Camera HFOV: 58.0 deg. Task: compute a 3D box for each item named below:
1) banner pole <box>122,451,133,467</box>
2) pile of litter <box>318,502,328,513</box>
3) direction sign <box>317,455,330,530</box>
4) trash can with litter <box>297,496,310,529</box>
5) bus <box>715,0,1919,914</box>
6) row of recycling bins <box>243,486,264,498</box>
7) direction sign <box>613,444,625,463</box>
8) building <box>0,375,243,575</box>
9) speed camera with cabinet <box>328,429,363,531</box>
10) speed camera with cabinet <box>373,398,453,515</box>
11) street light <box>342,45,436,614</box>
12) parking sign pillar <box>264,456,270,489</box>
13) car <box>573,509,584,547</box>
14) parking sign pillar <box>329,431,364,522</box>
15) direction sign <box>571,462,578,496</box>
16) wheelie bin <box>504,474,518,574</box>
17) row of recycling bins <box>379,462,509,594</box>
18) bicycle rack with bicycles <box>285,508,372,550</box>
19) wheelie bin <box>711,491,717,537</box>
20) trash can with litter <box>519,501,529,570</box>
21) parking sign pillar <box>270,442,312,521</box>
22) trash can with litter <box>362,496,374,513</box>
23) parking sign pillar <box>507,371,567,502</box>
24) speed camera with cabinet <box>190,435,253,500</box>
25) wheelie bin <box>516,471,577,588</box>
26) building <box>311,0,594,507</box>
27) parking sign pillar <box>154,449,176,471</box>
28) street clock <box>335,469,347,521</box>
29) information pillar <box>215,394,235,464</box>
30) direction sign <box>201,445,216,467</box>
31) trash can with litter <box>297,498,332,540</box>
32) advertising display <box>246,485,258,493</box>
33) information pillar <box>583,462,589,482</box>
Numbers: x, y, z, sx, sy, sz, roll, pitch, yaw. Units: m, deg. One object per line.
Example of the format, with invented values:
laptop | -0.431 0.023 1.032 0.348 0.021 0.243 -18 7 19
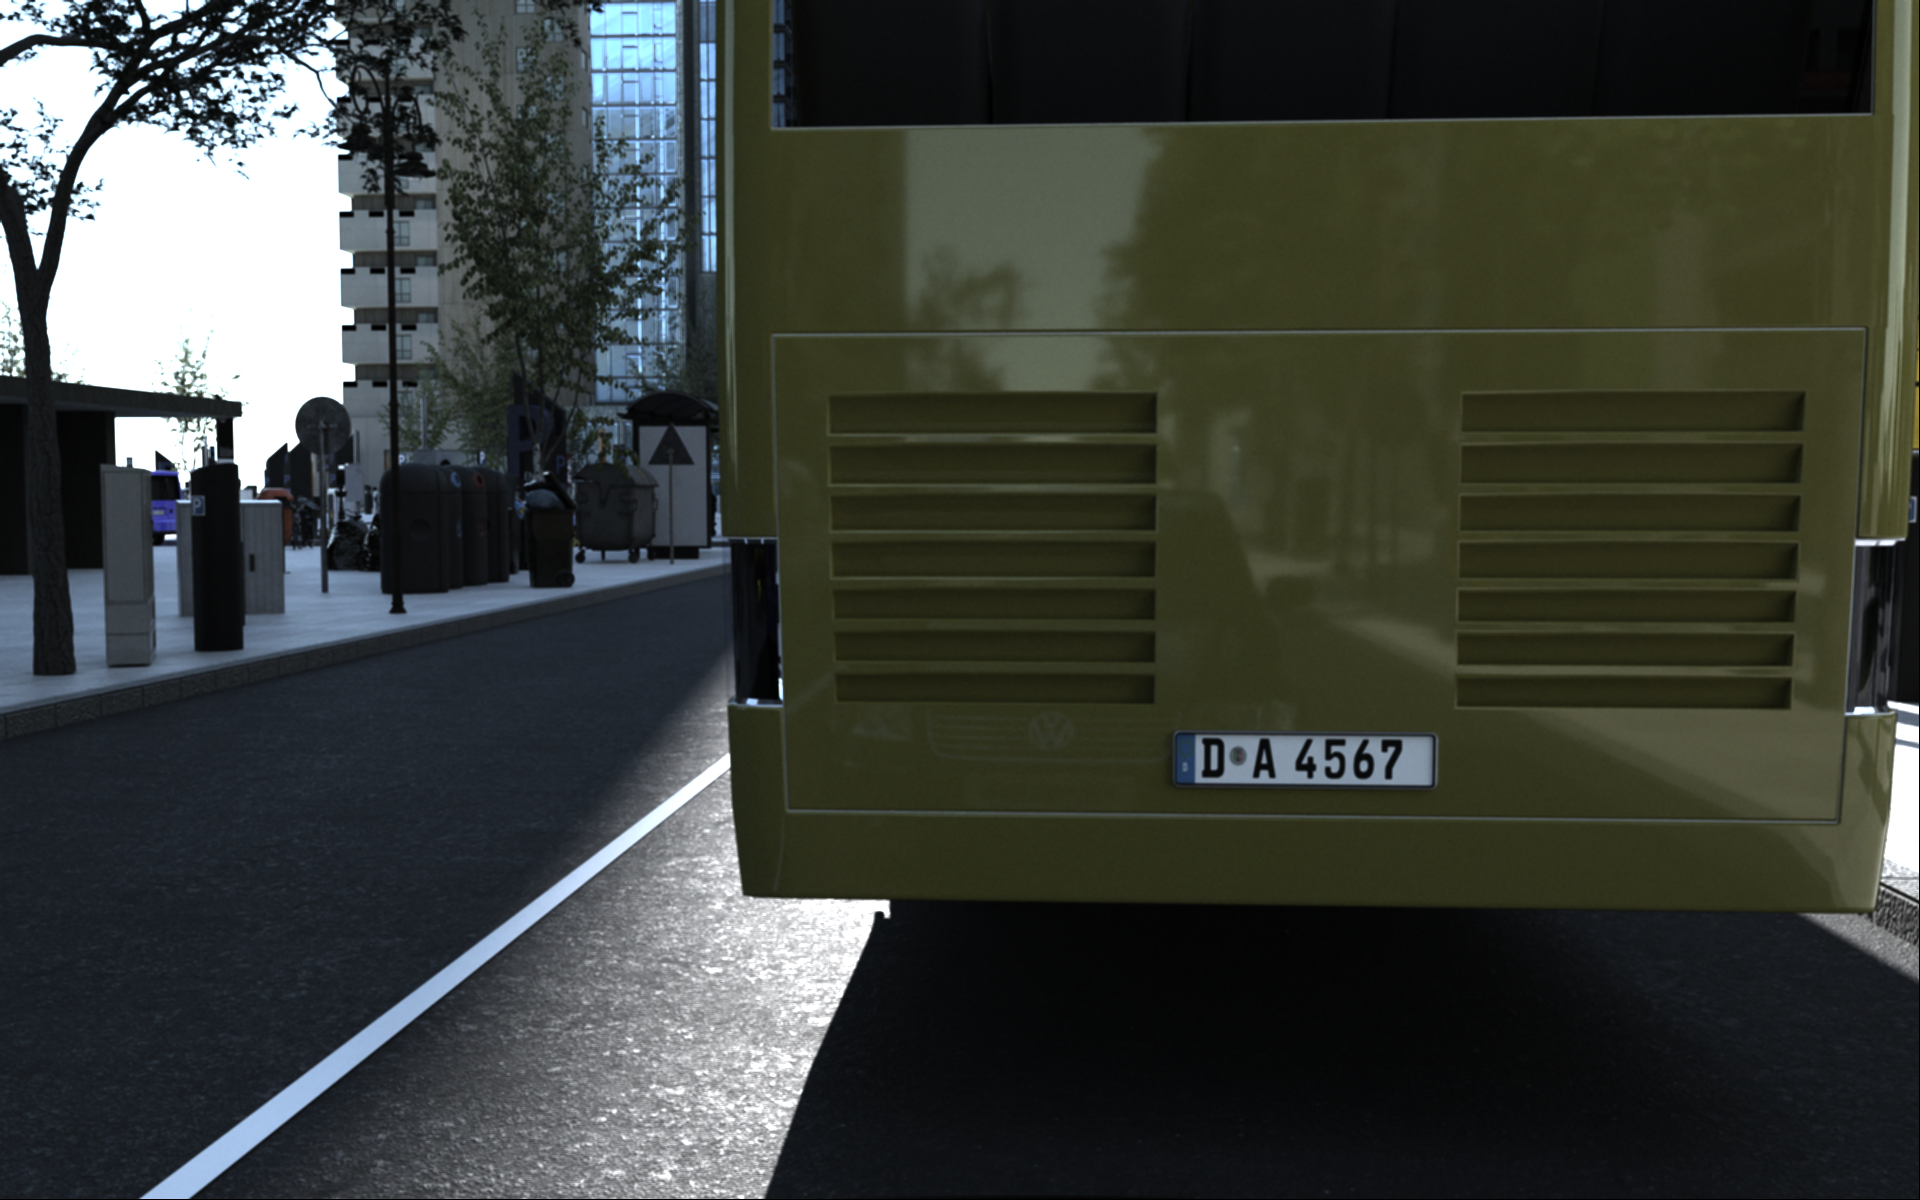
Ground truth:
banner pole | -48.899 -6.834 101.745 0.401 3.779 0.863 2 4 31
pile of litter | -42.596 -6.199 115.320 1.176 0.858 1.719 3 5 40
direction sign | -22.204 -4.185 60.428 0.876 3.537 0.379 3 5 43
trash can with litter | -24.161 -3.162 62.749 1.678 1.210 2.233 2 4 27
bus | 1.099 -1.108 9.670 2.896 3.916 12.252 0 4 4
row of recycling bins | -38.693 -5.264 93.176 3.534 1.692 1.069 -1 4 -15
direction sign | -15.540 -5.323 79.030 0.876 3.537 0.379 3 5 43
building | -28.456 -22.428 21.330 28.867 44.769 22.147 0 4 4
speed camera with cabinet | -18.837 -3.588 53.005 0.660 3.252 2.038 -2 4 -33
speed camera with cabinet | -11.030 -2.494 35.121 0.660 3.252 2.038 1 4 13
street light | -6.060 -2.795 18.492 0.468 5.910 1.993 0 4 4
parking sign pillar | -34.995 -6.129 88.681 1.447 3.967 1.447 2 4 24
car | -10.544 -2.086 43.705 3.694 1.707 1.945 0 4 2
parking sign pillar | -26.091 -5.197 73.440 1.447 3.967 1.447 2 4 27
direction sign | -27.514 -7.990 122.633 0.876 3.537 0.379 -1 4 -17
wheelie bin | -7.452 -1.219 27.834 0.980 1.594 0.693 0 4 -2
row of recycling bins | -7.102 -1.025 23.878 1.069 1.692 3.534 0 4 2
bicycle rack with bicycles | -15.035 -1.669 40.674 2.852 0.926 2.925 0 4 1
wheelie bin | -7.729 -2.712 52.248 0.693 1.594 0.980 -2 4 -24
trash can with litter | -7.424 -1.084 29.106 0.624 1.170 1.055 2 4 24
parking sign pillar | -29.342 -5.397 76.719 1.447 3.967 1.447 1 4 21
trash can with litter | -39.460 -6.374 115.271 2.233 1.210 1.678 -2 4 -33
parking sign pillar | -9.229 -3.015 37.763 1.447 3.967 1.447 2 4 25
speed camera with cabinet | -25.196 -3.961 59.104 0.660 3.252 2.038 2 4 31
wheelie bin | -5.671 -0.979 23.915 0.693 1.594 0.980 -1 4 -20
building | -48.057 -36.060 178.819 27.495 52.752 28.713 0 4 4
parking sign pillar | -47.911 -7.106 104.652 1.447 3.967 1.447 2 4 31
street clock | -17.938 -2.791 50.210 0.358 2.002 0.471 -1 4 -18
information pillar | -17.272 -3.020 40.724 0.183 3.616 0.504 1 4 22
direction sign | -35.013 -5.429 80.767 0.379 3.537 0.876 1 4 17
trash can with litter | -18.017 -2.273 48.559 1.055 1.170 0.624 1 4 12
advertising display | -49.859 -7.143 122.002 0.123 1.923 0.974 1 4 21
information pillar | -26.892 -8.153 124.659 0.504 3.616 0.183 -2 4 -27
